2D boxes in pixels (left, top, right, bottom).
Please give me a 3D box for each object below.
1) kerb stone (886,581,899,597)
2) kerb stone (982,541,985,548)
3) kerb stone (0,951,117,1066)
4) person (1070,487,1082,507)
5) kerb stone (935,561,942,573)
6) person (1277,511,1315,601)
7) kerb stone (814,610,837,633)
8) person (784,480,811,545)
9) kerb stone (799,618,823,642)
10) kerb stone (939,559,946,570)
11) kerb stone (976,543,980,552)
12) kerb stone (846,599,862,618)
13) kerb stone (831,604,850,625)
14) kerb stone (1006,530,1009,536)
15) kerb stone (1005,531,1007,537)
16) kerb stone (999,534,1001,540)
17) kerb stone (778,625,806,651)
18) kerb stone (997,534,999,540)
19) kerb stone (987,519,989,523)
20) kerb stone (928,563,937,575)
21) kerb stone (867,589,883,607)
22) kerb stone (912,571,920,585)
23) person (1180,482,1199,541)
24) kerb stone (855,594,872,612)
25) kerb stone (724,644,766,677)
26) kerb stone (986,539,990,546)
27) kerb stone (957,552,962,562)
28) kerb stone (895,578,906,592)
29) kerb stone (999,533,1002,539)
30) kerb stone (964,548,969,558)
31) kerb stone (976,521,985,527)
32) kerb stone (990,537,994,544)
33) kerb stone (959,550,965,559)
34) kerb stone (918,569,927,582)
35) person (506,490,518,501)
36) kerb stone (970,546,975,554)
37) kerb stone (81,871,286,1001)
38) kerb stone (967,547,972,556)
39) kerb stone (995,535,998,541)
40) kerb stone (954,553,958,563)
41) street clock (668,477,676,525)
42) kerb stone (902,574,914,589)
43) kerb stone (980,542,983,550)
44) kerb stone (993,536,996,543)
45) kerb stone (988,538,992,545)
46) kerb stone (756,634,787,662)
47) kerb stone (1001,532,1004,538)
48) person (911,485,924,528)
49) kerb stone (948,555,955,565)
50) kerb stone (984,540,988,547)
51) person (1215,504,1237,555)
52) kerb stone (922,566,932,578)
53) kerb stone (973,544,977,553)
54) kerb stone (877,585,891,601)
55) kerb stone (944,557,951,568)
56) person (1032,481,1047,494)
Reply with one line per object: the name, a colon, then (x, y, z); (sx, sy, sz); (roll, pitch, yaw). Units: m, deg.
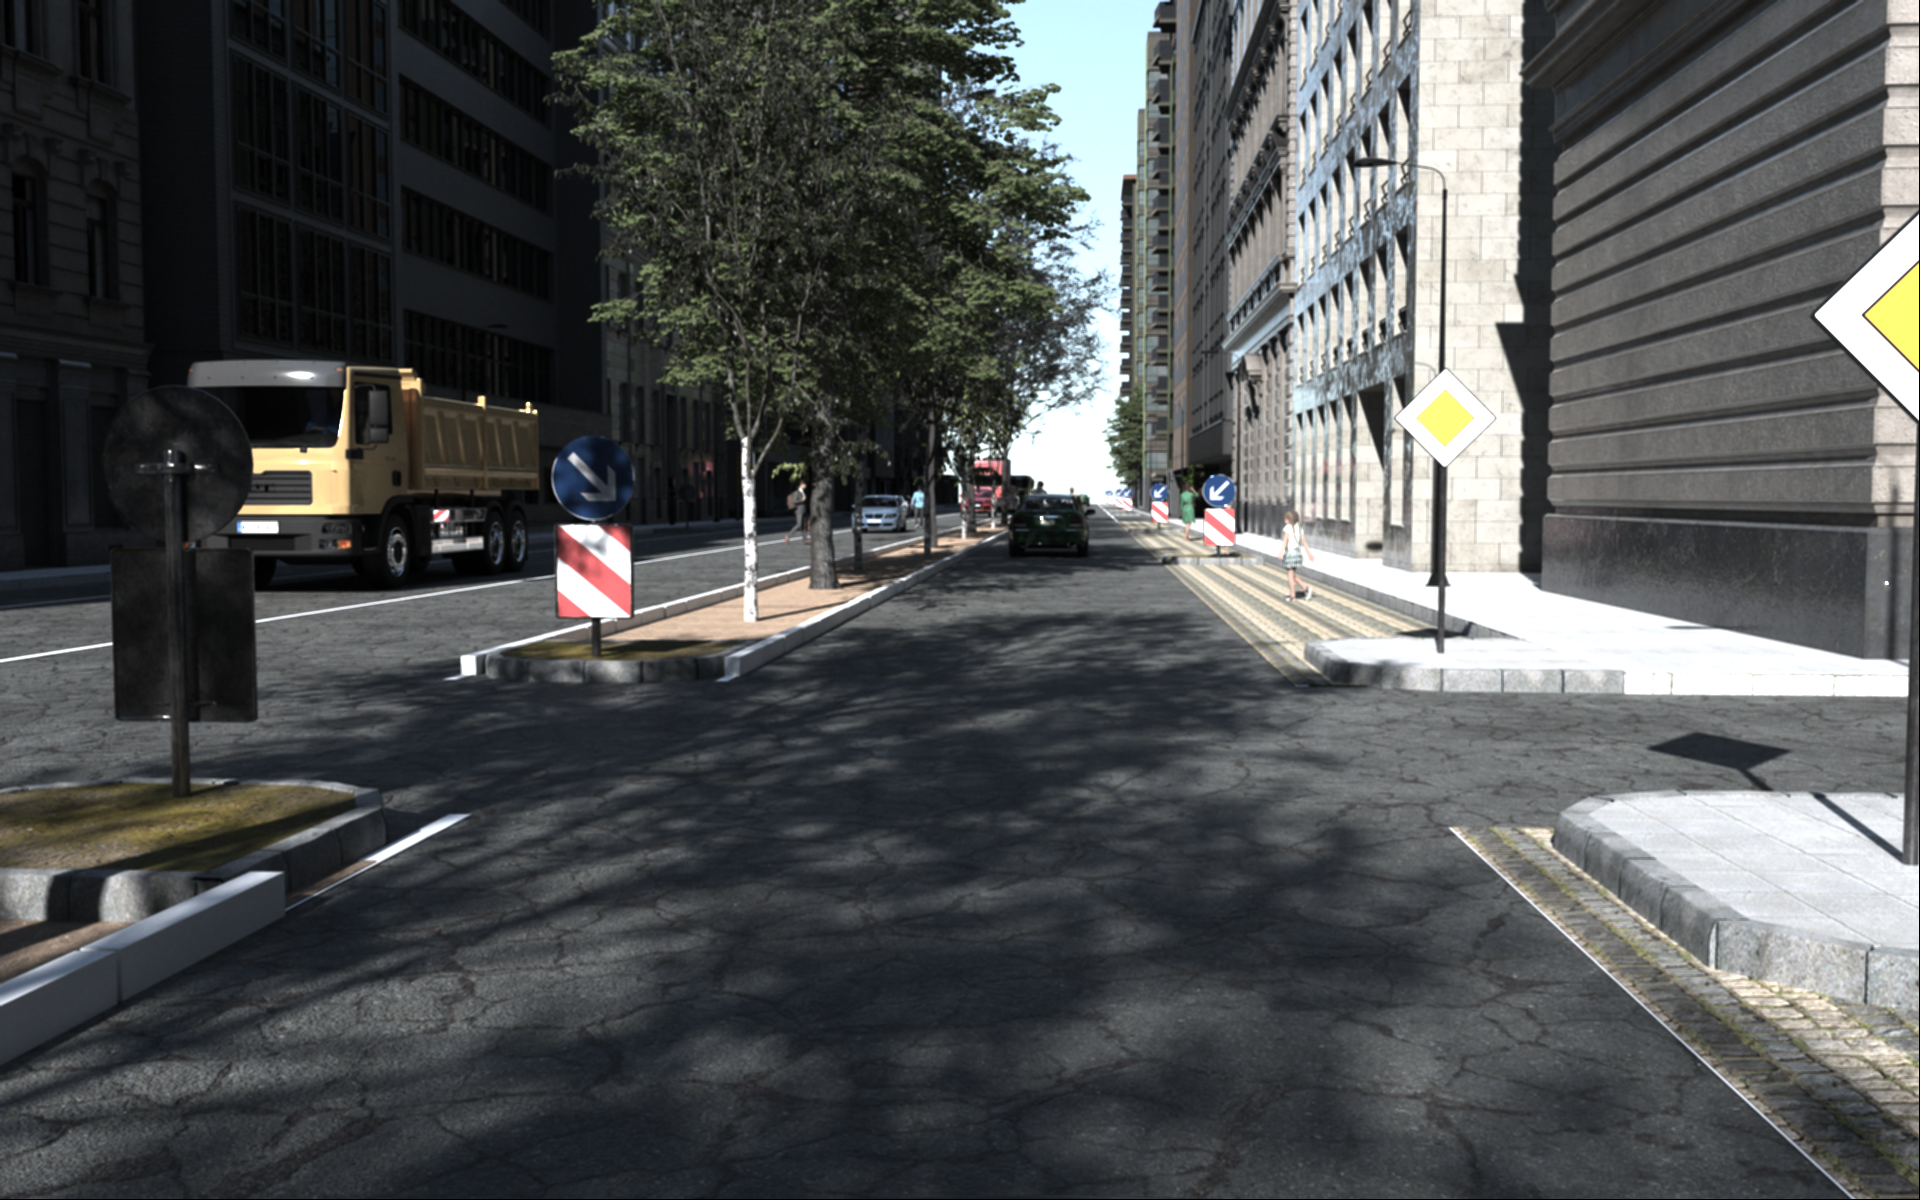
kerb stone: (-1.010, -0.127, 24.330); (0.120, 0.150, 1.000); (0, 4, 4)
kerb stone: (0.499, -1.382, 44.791); (0.120, 0.150, 1.000); (0, 4, 4)
kerb stone: (-2.463, 1.090, 4.368); (0.120, 0.150, 1.000); (0, 4, 4)
person: (5.140, -4.218, 78.139); (0.731, 1.740, 0.598); (1, 4, 10)
kerb stone: (-0.481, -0.569, 31.492); (0.120, 0.150, 1.000); (0, 4, 4)
person: (4.430, -0.577, 22.950); (0.505, 1.210, 0.382); (-3, 5, -44)
kerb stone: (-1.448, 0.245, 18.183); (0.120, 0.150, 1.000); (0, 4, 4)
person: (-4.564, -2.494, 49.249); (0.822, 1.834, 0.622); (0, 4, 5)
kerb stone: (-1.523, 0.312, 17.164); (0.120, 0.150, 1.000); (0, 4, 4)
kerb stone: (-0.407, -0.630, 32.517); (0.120, 0.150, 1.000); (0, 4, 4)
kerb stone: (0.344, -1.257, 42.753); (0.120, 0.150, 1.000); (0, 4, 4)
kerb stone: (-1.303, 0.128, 20.233); (0.120, 0.150, 1.000); (0, 4, 4)
kerb stone: (-1.377, 0.183, 19.202); (0.120, 0.150, 1.000); (0, 4, 4)
kerb stone: (1.463, -2.195, 58.089); (0.120, 0.150, 1.000); (0, 4, 4)
kerb stone: (1.393, -2.128, 57.063); (0.120, 0.150, 1.000); (0, 4, 4)
kerb stone: (1.089, -1.883, 52.974); (0.120, 0.150, 1.000); (0, 4, 4)
kerb stone: (-1.603, 0.371, 16.141); (0.120, 0.150, 1.000); (0, 4, 4)
kerb stone: (1.014, -1.820, 51.950); (0.120, 0.150, 1.000); (0, 4, 4)
kerb stone: (1.164, -3.703, 82.745); (0.120, 0.150, 1.000); (0, 4, 4)
kerb stone: (-0.554, -0.506, 30.471); (0.120, 0.150, 1.000); (0, 4, 4)
kerb stone: (-1.148, -0.006, 22.290); (0.120, 0.150, 1.000); (0, 4, 4)
kerb stone: (-0.782, -0.318, 27.395); (0.120, 0.150, 1.000); (0, 4, 4)
person: (6.906, -2.681, 52.588); (0.600, 1.795, 0.529); (2, 4, 32)
kerb stone: (-1.233, 0.061, 21.260); (0.120, 0.150, 1.000); (0, 4, 4)
kerb stone: (-1.753, 0.496, 14.093); (0.120, 0.150, 1.000); (0, 4, 4)
kerb stone: (0.645, -1.507, 46.833); (0.120, 0.150, 1.000); (0, 4, 4)
kerb stone: (-0.105, -0.873, 36.608); (0.120, 0.150, 1.000); (0, 4, 4)
kerb stone: (-0.933, -0.192, 25.349); (0.120, 0.150, 1.000); (0, 4, 4)
kerb stone: (1.162, -1.942, 54.004); (0.120, 0.150, 1.000); (0, 4, 4)
kerb stone: (0.046, -1.007, 38.655); (0.120, 0.150, 1.000); (0, 4, 4)
kerb stone: (0.941, -3.516, 79.678); (0.120, 0.150, 1.000); (0, 4, 4)
kerb stone: (0.795, -1.628, 48.888); (0.120, 0.150, 1.000); (0, 4, 4)
kerb stone: (-0.036, -0.937, 37.628); (0.120, 0.150, 1.000); (0, 4, 4)
kerb stone: (-0.695, -0.377, 28.419); (0.120, 0.150, 1.000); (0, 4, 4)
person: (-11.615, -2.208, 44.813); (0.699, 1.804, 1.509); (-1, 4, -8)
kerb stone: (0.190, -1.132, 40.703); (0.120, 0.150, 1.000); (0, 4, 4)
kerb stone: (-2.389, 1.028, 5.389); (0.120, 0.150, 1.000); (0, 4, 4)
kerb stone: (0.115, -1.067, 39.677); (0.120, 0.150, 1.000); (0, 4, 4)
kerb stone: (0.944, -1.757, 50.929); (0.120, 0.150, 1.000); (0, 4, 4)
kerb stone: (-0.180, -0.818, 35.589); (0.120, 0.150, 1.000); (0, 4, 4)
street clock: (-11.961, -4.121, 71.941); (0.358, 2.002, 0.471); (0, 4, 4)
kerb stone: (-0.851, -0.252, 26.375); (0.120, 0.150, 1.000); (0, 4, 4)
kerb stone: (0.417, -1.316, 43.773); (0.120, 0.150, 1.000); (0, 4, 4)
kerb stone: (0.867, -1.695, 49.910); (0.120, 0.150, 1.000); (0, 4, 4)
kerb stone: (0.719, -1.564, 47.856); (0.120, 0.150, 1.000); (0, 4, 4)
kerb stone: (-1.681, 0.436, 15.116); (0.120, 0.150, 1.000); (0, 4, 4)
kerb stone: (1.236, -2.008, 55.023); (0.120, 0.150, 1.000); (0, 4, 4)
person: (-1.734, -3.959, 73.254); (0.660, 1.820, 0.620); (-1, 4, -12)
kerb stone: (-0.255, -0.756, 34.562); (0.120, 0.150, 1.000); (0, 4, 4)
kerb stone: (0.573, -1.444, 45.811); (0.120, 0.150, 1.000); (0, 4, 4)
person: (6.176, -1.630, 40.172); (0.505, 1.210, 0.382); (-2, 4, -35)
kerb stone: (-0.623, -0.443, 29.438); (0.120, 0.150, 1.000); (0, 4, 4)
kerb stone: (0.268, -1.193, 41.722); (0.120, 0.150, 1.000); (0, 4, 4)
kerb stone: (-1.081, -0.068, 23.309); (0.120, 0.150, 1.000); (0, 4, 4)
kerb stone: (-0.332, -0.694, 33.543); (0.120, 0.150, 1.000); (0, 4, 4)
person: (2.433, -2.861, 55.080); (0.655, 1.846, 0.447); (-2, 4, -32)
